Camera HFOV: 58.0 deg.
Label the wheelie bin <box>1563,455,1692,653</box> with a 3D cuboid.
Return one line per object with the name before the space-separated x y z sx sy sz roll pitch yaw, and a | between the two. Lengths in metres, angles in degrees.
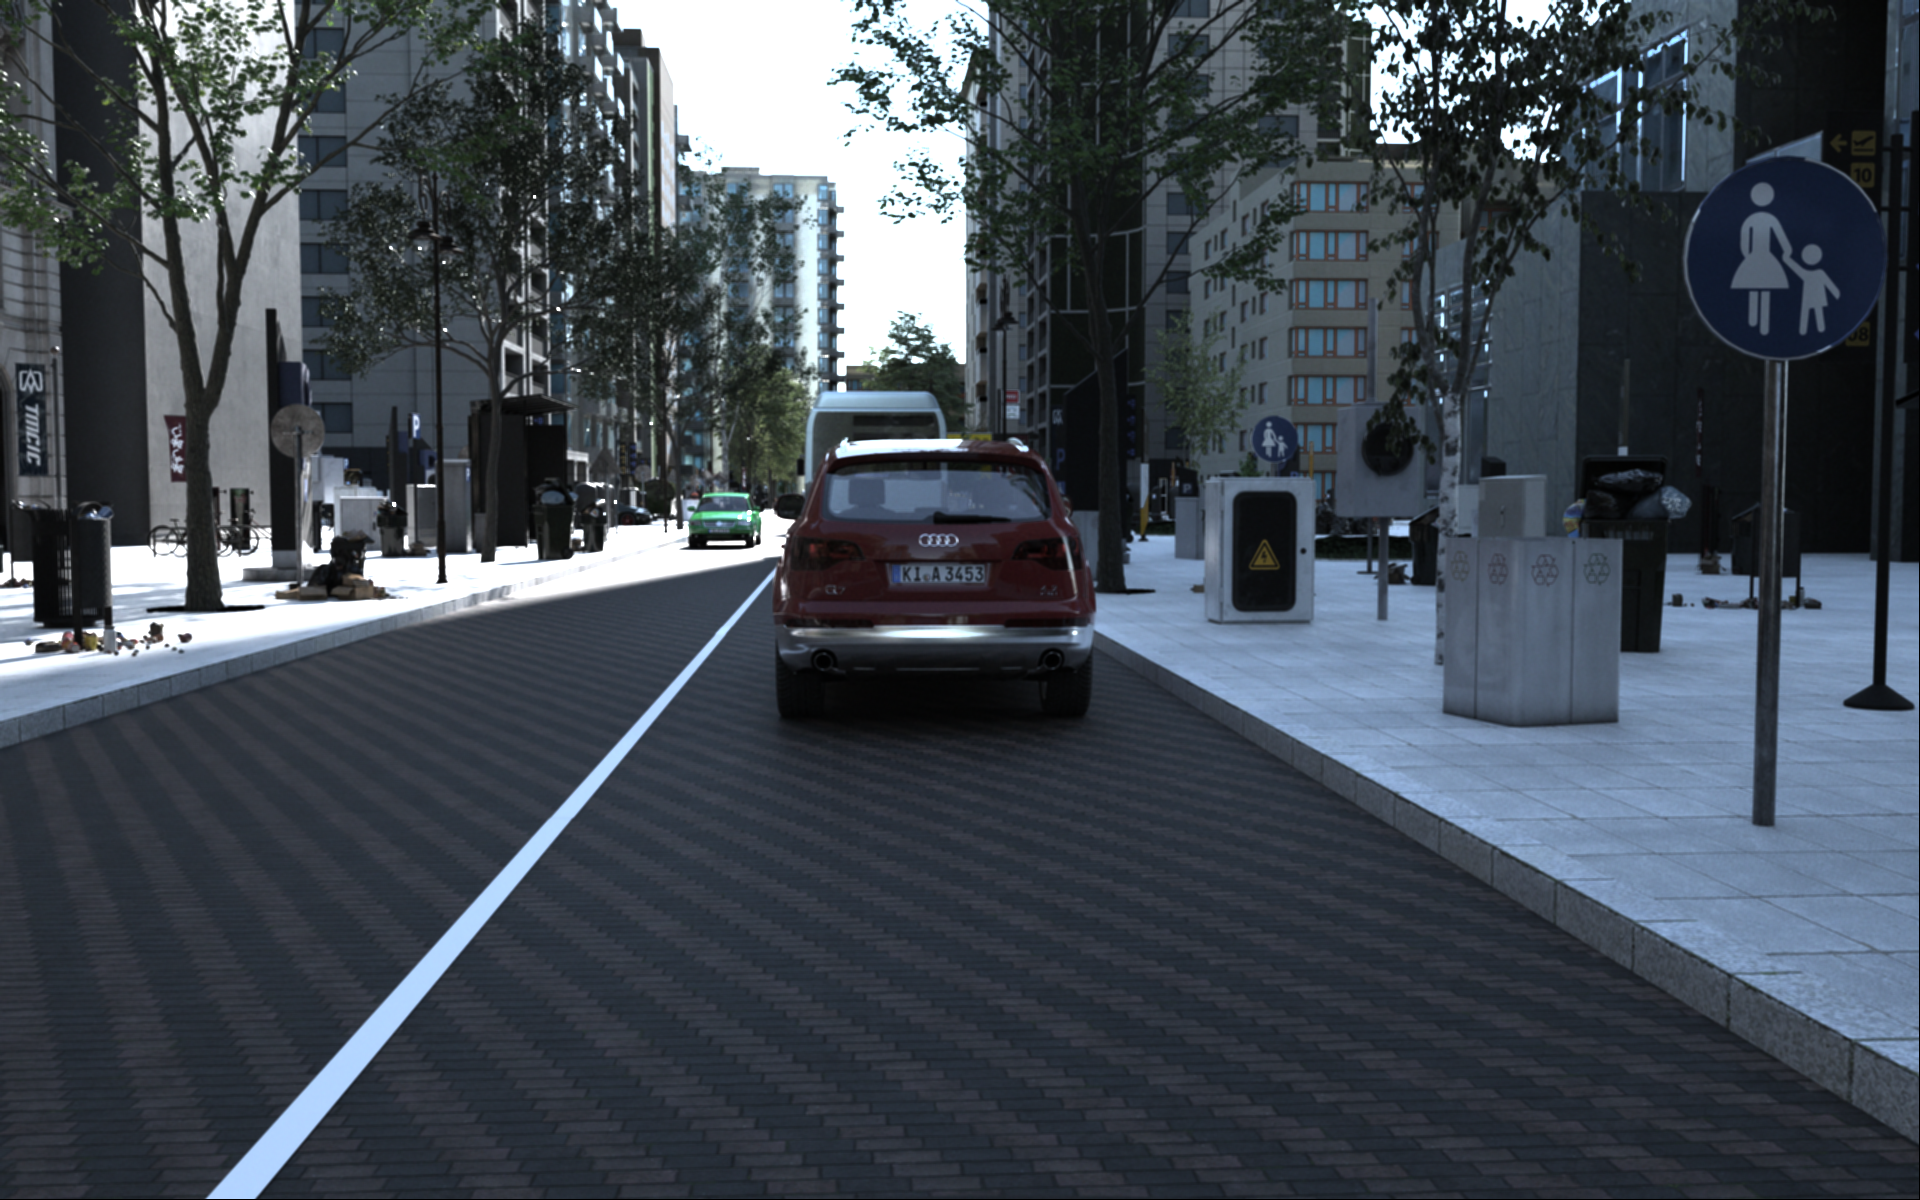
wheelie bin | 5.473 -0.386 14.216 0.980 1.594 0.693 1 4 14

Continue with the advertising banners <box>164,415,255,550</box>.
advertising banners | -16.974 -2.630 39.185 0.090 3.025 2.074 3 4 37

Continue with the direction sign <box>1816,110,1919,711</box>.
direction sign | 5.536 -1.121 10.330 0.876 3.537 0.379 0 4 -2

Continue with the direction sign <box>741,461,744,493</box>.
direction sign | -14.835 -7.725 118.297 0.379 3.537 0.876 -1 4 -16

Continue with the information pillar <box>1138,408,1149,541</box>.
information pillar | 5.027 -3.412 47.144 0.183 3.616 0.504 1 4 23

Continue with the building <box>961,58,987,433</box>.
building | 14.872 -37.583 203.718 28.713 52.752 27.495 0 4 -4

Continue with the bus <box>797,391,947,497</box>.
bus | -2.090 -2.616 37.636 2.948 3.499 13.247 0 4 -5

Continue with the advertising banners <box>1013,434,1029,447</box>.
advertising banners | 2.429 -3.312 50.347 2.074 3.025 0.090 2 4 33

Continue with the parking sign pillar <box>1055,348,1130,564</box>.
parking sign pillar | 2.425 -2.662 31.996 1.447 3.967 1.447 -2 4 -26

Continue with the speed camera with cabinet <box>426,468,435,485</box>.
speed camera with cabinet | -34.426 -7.151 111.260 2.038 3.252 0.660 3 4 37

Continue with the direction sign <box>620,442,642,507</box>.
direction sign | -14.548 -5.129 75.864 0.876 3.537 0.379 -3 5 -43

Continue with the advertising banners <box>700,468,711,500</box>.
advertising banners | -16.631 -7.189 113.731 0.090 3.025 2.074 1 4 14

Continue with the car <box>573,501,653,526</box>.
car | -14.974 -3.822 72.271 4.222 1.686 2.009 0 4 -2

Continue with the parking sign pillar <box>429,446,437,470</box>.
parking sign pillar | -23.389 -5.366 76.210 1.447 3.967 1.447 1 4 20

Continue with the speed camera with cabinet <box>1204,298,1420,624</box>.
speed camera with cabinet | 3.516 -1.405 17.315 2.038 3.252 0.660 0 4 -8

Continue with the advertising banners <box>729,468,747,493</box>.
advertising banners | -14.700 -7.207 114.019 0.090 3.025 2.074 2 4 35

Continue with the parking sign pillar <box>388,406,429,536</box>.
parking sign pillar | -17.482 -4.001 53.893 1.447 3.967 1.447 -2 4 -24

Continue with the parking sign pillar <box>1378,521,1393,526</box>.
parking sign pillar | 16.704 -4.970 69.725 1.447 3.967 1.447 -2 4 -26

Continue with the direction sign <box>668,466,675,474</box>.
direction sign | -23.892 -9.260 143.391 0.379 3.537 0.876 -3 5 -41

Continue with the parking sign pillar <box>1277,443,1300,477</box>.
parking sign pillar | 12.478 -4.728 65.777 1.447 3.967 1.447 -1 4 -9

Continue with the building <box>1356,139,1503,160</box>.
building | 56.772 -34.443 213.253 14.200 45.320 14.600 0 4 -4

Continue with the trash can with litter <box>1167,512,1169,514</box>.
trash can with litter | 14.302 -6.264 113.471 2.233 1.210 1.678 1 4 20

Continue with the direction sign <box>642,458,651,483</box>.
direction sign | -19.679 -7.166 109.166 0.379 3.537 0.876 -2 4 -35

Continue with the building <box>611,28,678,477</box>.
building | -35.649 -31.857 170.969 14.600 45.320 14.200 0 4 -4

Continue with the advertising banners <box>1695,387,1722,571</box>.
advertising banners | 12.577 -2.016 29.151 0.090 3.025 2.074 2 4 34

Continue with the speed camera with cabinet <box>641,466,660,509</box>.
speed camera with cabinet | -21.595 -7.720 120.563 2.038 3.252 0.660 -1 4 -19

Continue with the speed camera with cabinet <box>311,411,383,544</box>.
speed camera with cabinet | -14.582 -2.848 40.903 2.038 3.252 0.660 3 5 39

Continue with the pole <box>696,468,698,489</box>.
pole | -20.714 -8.732 136.617 0.158 3.312 0.155 0 3 0

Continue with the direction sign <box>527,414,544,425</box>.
direction sign | -12.060 -3.462 48.596 0.876 3.537 0.379 -3 5 -40

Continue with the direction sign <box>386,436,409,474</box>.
direction sign | -21.734 -4.588 67.005 0.876 3.537 0.379 0 4 3

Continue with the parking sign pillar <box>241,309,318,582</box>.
parking sign pillar | -10.022 -2.291 25.927 1.447 3.967 1.447 -1 4 -13

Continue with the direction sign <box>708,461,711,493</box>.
direction sign | -17.133 -7.743 118.592 0.379 3.537 0.876 0 4 8

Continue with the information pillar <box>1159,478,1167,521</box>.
information pillar | 9.419 -4.650 80.512 0.304 2.012 0.304 -1 4 -9

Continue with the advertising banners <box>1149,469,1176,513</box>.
advertising banners | 13.769 -7.437 117.785 2.074 3.025 0.090 1 4 22

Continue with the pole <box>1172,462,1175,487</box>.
pole | 13.525 -7.099 109.916 0.158 3.312 0.155 0 3 0

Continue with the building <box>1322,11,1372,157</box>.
building | 50.687 -50.222 259.376 20.611 71.187 20.563 0 4 -4

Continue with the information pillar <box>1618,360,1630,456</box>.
information pillar | 11.662 -2.393 30.476 0.183 3.616 0.504 1 4 12

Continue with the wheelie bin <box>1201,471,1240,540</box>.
wheelie bin | 3.724 -0.984 23.989 0.693 1.594 0.980 -1 4 -11

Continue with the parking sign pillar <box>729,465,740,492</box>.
parking sign pillar | -18.225 -9.157 138.194 1.447 3.967 1.447 -1 4 -18

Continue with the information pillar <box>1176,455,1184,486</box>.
information pillar | 13.257 -6.922 104.527 0.504 3.616 0.183 1 4 9

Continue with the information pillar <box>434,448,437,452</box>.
information pillar | -24.594 -5.514 81.508 0.504 3.616 0.183 2 4 26

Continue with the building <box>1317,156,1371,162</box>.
building | 41.633 -32.268 211.175 14.086 41.232 14.154 0 4 -4

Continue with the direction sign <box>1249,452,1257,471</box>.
direction sign | 15.737 -6.192 93.237 0.379 3.537 0.876 -2 4 -24

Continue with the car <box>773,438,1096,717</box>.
car | -0.240 -0.246 12.693 2.281 1.827 5.304 0 4 -3

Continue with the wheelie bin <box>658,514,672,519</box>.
wheelie bin | -15.063 -4.940 88.683 0.980 1.594 0.693 1 4 23

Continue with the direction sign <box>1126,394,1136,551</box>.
direction sign | 3.685 -2.884 39.149 0.379 3.537 0.876 3 5 43

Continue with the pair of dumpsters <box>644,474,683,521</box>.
pair of dumpsters | -14.311 -4.951 83.444 1.574 2.255 4.437 0 4 -4

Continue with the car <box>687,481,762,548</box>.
car | -6.401 -2.359 47.365 1.959 1.807 4.718 0 4 -3

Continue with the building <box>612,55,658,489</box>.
building | -35.407 -28.952 156.961 14.154 41.232 14.086 0 4 -4

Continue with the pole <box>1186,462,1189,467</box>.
pole | 14.362 -7.058 109.243 0.158 3.312 0.155 0 3 0

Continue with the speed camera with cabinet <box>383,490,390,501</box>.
speed camera with cabinet | -27.814 -5.453 83.500 2.038 3.252 0.660 0 4 -7

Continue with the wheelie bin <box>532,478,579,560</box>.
wheelie bin | -7.965 -1.591 33.928 0.693 1.594 0.980 -3 4 -36

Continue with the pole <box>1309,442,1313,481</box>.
pole | 13.681 -4.505 67.507 0.158 3.312 0.155 0 3 0

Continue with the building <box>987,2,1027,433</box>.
building | 13.264 -38.750 175.567 21.231 58.520 28.212 0 4 -4

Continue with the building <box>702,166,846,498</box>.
building | -32.174 -38.894 255.518 30.456 49.044 23.786 0 4 -4

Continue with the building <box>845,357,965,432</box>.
building | -2.704 -25.405 260.405 28.899 21.520 27.650 0 4 -4

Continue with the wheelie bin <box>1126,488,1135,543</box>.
wheelie bin | 4.169 -2.304 45.584 0.693 1.594 0.980 -2 4 -27
